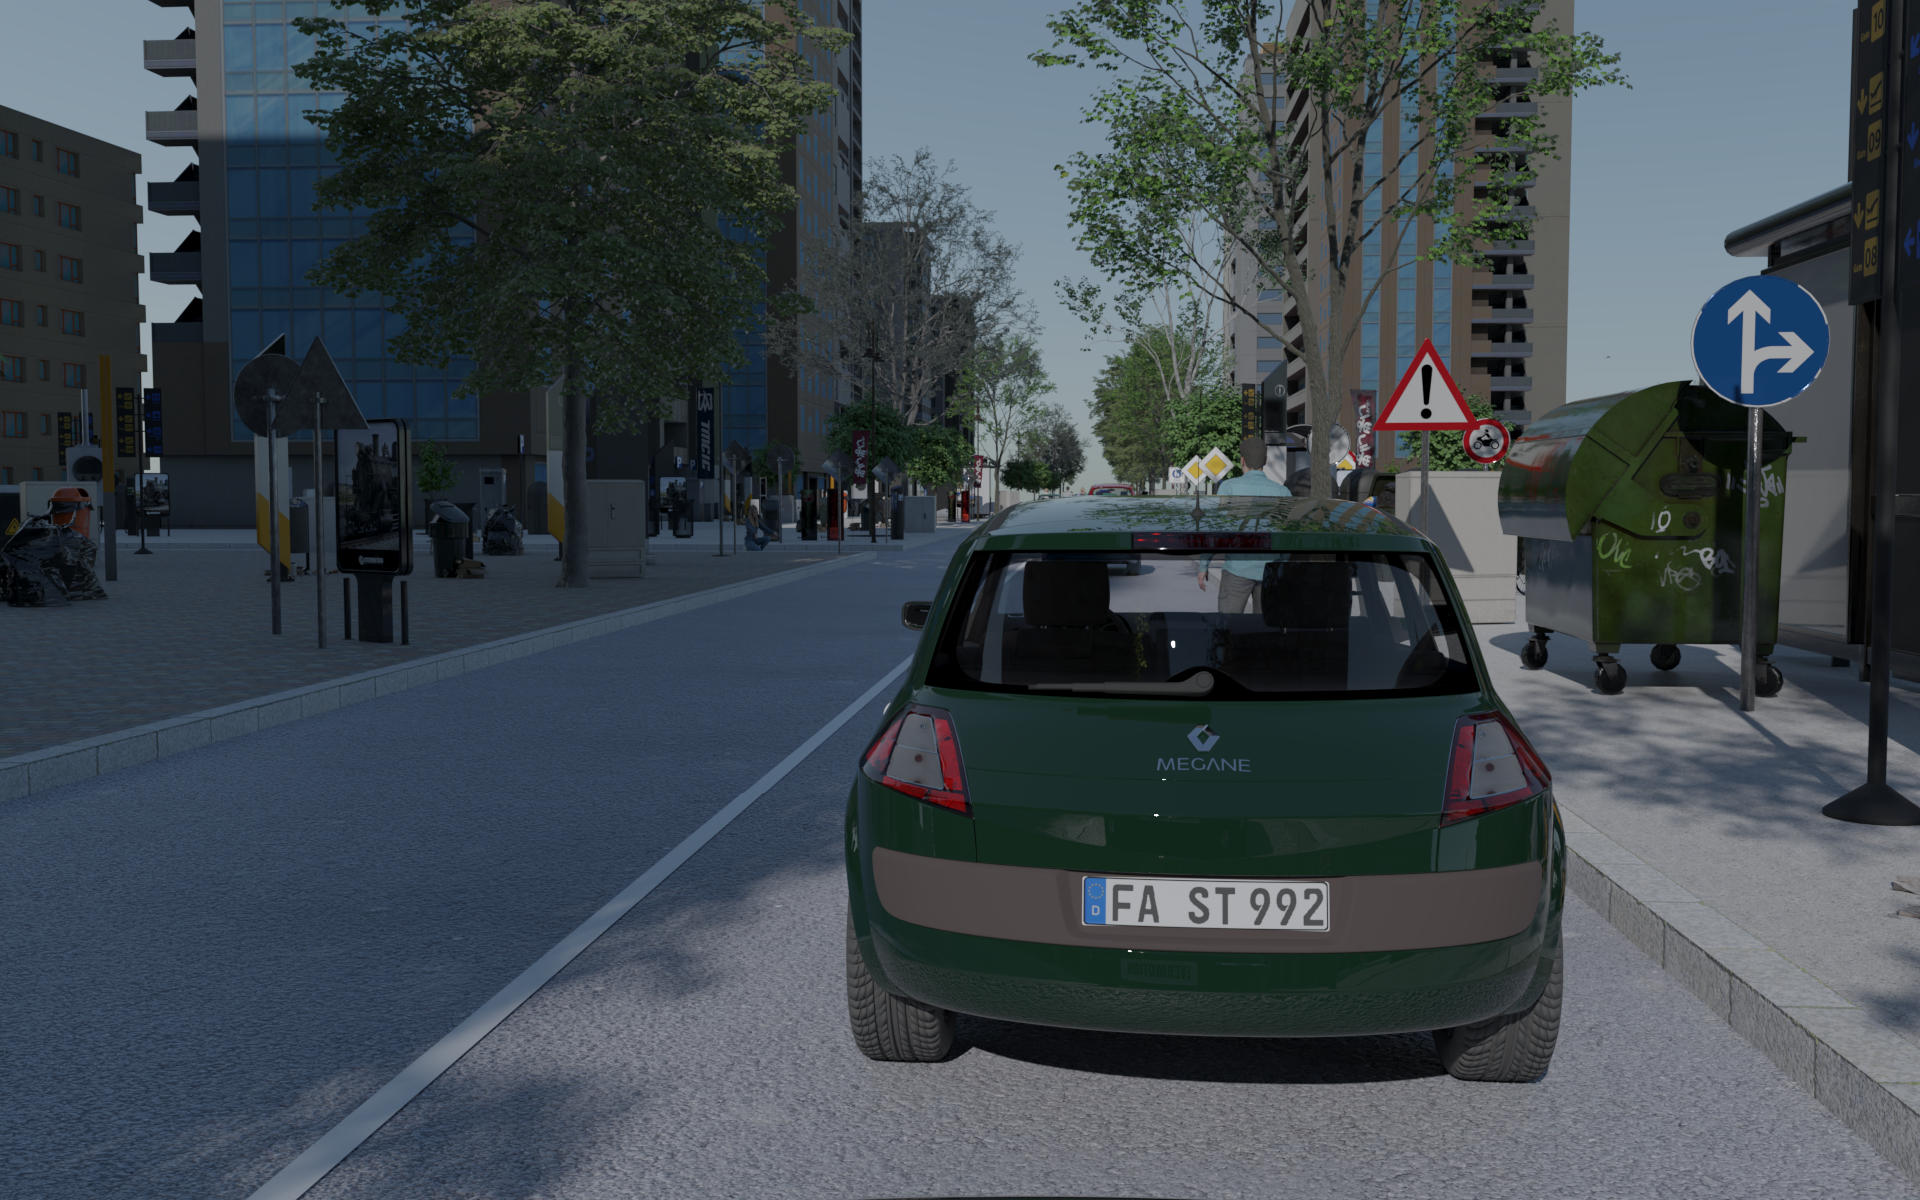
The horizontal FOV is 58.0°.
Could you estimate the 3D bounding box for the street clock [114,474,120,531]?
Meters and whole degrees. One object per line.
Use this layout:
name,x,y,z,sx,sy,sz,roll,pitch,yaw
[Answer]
street clock,-29.564,-3.415,60.400,0.471,2.002,0.358,-1,4,-13

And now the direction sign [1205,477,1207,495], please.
direction sign,14.116,-6.395,96.560,0.379,3.537,0.876,-3,5,-40

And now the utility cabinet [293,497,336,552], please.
utility cabinet,-14.339,-1.685,38.708,1.020,1.237,0.306,-3,5,-40

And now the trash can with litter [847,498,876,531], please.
trash can with litter,-3.439,-2.982,60.147,1.055,1.170,0.624,2,4,29

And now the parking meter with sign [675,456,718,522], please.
parking meter with sign,-12.212,-5.112,79.847,1.738,3.016,0.543,1,4,17

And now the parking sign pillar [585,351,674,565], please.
parking sign pillar,-6.271,-2.628,31.441,1.447,3.967,1.447,2,4,35

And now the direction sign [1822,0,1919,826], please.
direction sign,3.631,-0.903,6.761,0.379,3.537,0.876,1,4,9

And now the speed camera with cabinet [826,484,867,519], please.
speed camera with cabinet,-5.821,-5.785,88.922,2.038,3.252,0.660,-1,4,-22

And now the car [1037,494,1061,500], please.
car,5.189,-5.364,99.493,2.131,1.459,4.920,0,4,4

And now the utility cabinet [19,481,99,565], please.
utility cabinet,-15.803,-1.328,30.393,0.318,1.500,1.173,3,5,42

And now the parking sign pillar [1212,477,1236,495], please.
parking sign pillar,9.398,-4.369,59.907,1.447,3.967,1.447,-1,4,-10

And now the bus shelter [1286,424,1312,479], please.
bus shelter,10.155,-3.592,52.656,2.014,3.302,5.546,0,4,5

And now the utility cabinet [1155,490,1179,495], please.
utility cabinet,10.071,-4.635,84.454,1.173,1.500,0.318,-2,4,-25

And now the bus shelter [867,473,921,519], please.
bus shelter,-3.136,-6.317,80.907,2.179,5.291,8.768,0,4,5

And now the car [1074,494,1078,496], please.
car,14.755,-12.378,214.379,2.014,1.417,4.499,0,4,4

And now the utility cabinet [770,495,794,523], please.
utility cabinet,-7.955,-4.056,77.478,1.020,1.237,0.306,1,4,13

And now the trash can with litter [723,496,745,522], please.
trash can with litter,-10.638,-4.250,80.874,1.055,1.170,0.624,-2,4,-32

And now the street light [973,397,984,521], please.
street light,0.861,-6.721,82.672,0.468,5.910,1.993,0,4,5

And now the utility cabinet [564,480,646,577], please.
utility cabinet,-5.418,-1.087,26.452,1.173,1.500,0.318,-1,4,-23

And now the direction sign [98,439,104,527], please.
direction sign,-33.147,-4.574,66.790,0.379,3.537,0.876,1,4,18

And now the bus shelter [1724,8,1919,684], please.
bus shelter,6.995,-2.107,12.087,2.179,5.291,8.768,0,4,5

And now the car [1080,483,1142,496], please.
car,5.384,-3.237,61.599,2.281,1.827,5.304,0,4,4

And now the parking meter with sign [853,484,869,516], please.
parking meter with sign,-5.828,-6.436,101.494,0.543,3.016,1.738,2,4,29

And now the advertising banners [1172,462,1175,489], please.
advertising banners,11.458,-6.064,95.336,0.090,3.025,2.074,-1,4,-15

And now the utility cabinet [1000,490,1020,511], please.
utility cabinet,3.297,-6.314,111.912,1.173,1.500,0.318,-2,4,-35

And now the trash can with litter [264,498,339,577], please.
trash can with litter,-10.298,-1.025,27.821,1.678,1.210,2.233,2,4,25

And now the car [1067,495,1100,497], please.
car,2.458,-1.213,31.835,2.014,1.417,4.499,0,4,6

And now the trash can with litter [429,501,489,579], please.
trash can with litter,-7.648,-0.929,26.578,1.055,1.170,0.624,2,4,35

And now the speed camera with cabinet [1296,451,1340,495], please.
speed camera with cabinet,7.802,-2.540,35.860,2.038,3.252,0.660,-3,5,-40

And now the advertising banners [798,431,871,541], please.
advertising banners,-3.447,-3.139,47.512,2.074,3.025,0.090,1,4,12

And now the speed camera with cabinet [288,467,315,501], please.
speed camera with cabinet,-21.309,-3.781,56.156,2.038,3.252,0.660,-2,4,-27

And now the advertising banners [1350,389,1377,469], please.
advertising banners,7.456,-2.029,29.359,2.074,3.025,0.090,-1,4,-23

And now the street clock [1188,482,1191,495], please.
street clock,12.872,-5.747,98.538,0.471,2.002,0.358,3,4,36

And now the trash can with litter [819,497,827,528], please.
trash can with litter,-4.947,-3.325,65.758,0.624,1.170,1.055,-2,4,-25

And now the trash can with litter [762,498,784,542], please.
trash can with litter,-5.049,-2.177,46.975,0.624,1.170,1.055,-1,4,-10

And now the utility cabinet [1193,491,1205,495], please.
utility cabinet,16.150,-6.615,116.827,0.318,1.500,1.173,3,4,38

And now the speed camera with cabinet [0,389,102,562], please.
speed camera with cabinet,-17.010,-2.319,32.254,2.038,3.252,0.660,-2,4,-32

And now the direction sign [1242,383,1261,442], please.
direction sign,6.127,-2.671,35.674,0.876,3.537,0.379,-2,4,-34

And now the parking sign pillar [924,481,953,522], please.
parking sign pillar,-1.010,-5.688,81.473,1.447,3.967,1.447,-1,4,-20

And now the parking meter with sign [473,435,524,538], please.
parking meter with sign,-13.756,-3.349,51.013,1.738,3.016,0.543,0,4,-3

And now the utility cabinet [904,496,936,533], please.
utility cabinet,-1.317,-2.829,57.408,1.020,1.237,0.306,1,4,13

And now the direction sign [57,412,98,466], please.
direction sign,-24.493,-3.428,48.045,0.876,3.537,0.379,-1,4,-21

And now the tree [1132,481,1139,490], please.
tree,22.953,-16.794,224.943,4.360,8.622,3.978,0,3,0

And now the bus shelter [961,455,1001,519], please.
bus shelter,1.011,-5.987,91.812,2.014,3.302,5.546,0,4,5

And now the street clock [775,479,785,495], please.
street clock,-8.459,-4.690,81.253,0.471,2.002,0.358,3,5,42

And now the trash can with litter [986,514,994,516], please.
trash can with litter,1.567,-5.457,100.274,1.678,1.210,2.233,0,4,3

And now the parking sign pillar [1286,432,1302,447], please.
parking sign pillar,10.717,-4.234,57.693,1.447,3.967,1.447,1,4,10

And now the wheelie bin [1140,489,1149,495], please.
wheelie bin,11.992,-6.434,113.103,0.693,1.594,0.980,0,4,1

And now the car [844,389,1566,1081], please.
car,0.730,0.250,5.697,2.009,1.686,4.222,0,4,6

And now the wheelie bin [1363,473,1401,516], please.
wheelie bin,6.413,-1.073,25.449,0.980,1.594,0.693,-1,4,-11

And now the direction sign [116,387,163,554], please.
direction sign,-17.466,-2.748,36.934,0.876,3.537,0.379,-1,4,-22

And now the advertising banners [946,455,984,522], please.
advertising banners,0.225,-5.024,78.331,2.074,3.025,0.090,3,4,36

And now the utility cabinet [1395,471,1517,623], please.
utility cabinet,4.864,-0.509,17.009,1.173,1.500,0.318,-1,4,-15

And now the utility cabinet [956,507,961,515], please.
utility cabinet,0.339,-5.991,109.115,1.020,1.237,0.306,2,4,33

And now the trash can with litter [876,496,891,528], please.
trash can with litter,-3.011,-3.423,67.030,1.678,1.210,2.233,0,4,7
